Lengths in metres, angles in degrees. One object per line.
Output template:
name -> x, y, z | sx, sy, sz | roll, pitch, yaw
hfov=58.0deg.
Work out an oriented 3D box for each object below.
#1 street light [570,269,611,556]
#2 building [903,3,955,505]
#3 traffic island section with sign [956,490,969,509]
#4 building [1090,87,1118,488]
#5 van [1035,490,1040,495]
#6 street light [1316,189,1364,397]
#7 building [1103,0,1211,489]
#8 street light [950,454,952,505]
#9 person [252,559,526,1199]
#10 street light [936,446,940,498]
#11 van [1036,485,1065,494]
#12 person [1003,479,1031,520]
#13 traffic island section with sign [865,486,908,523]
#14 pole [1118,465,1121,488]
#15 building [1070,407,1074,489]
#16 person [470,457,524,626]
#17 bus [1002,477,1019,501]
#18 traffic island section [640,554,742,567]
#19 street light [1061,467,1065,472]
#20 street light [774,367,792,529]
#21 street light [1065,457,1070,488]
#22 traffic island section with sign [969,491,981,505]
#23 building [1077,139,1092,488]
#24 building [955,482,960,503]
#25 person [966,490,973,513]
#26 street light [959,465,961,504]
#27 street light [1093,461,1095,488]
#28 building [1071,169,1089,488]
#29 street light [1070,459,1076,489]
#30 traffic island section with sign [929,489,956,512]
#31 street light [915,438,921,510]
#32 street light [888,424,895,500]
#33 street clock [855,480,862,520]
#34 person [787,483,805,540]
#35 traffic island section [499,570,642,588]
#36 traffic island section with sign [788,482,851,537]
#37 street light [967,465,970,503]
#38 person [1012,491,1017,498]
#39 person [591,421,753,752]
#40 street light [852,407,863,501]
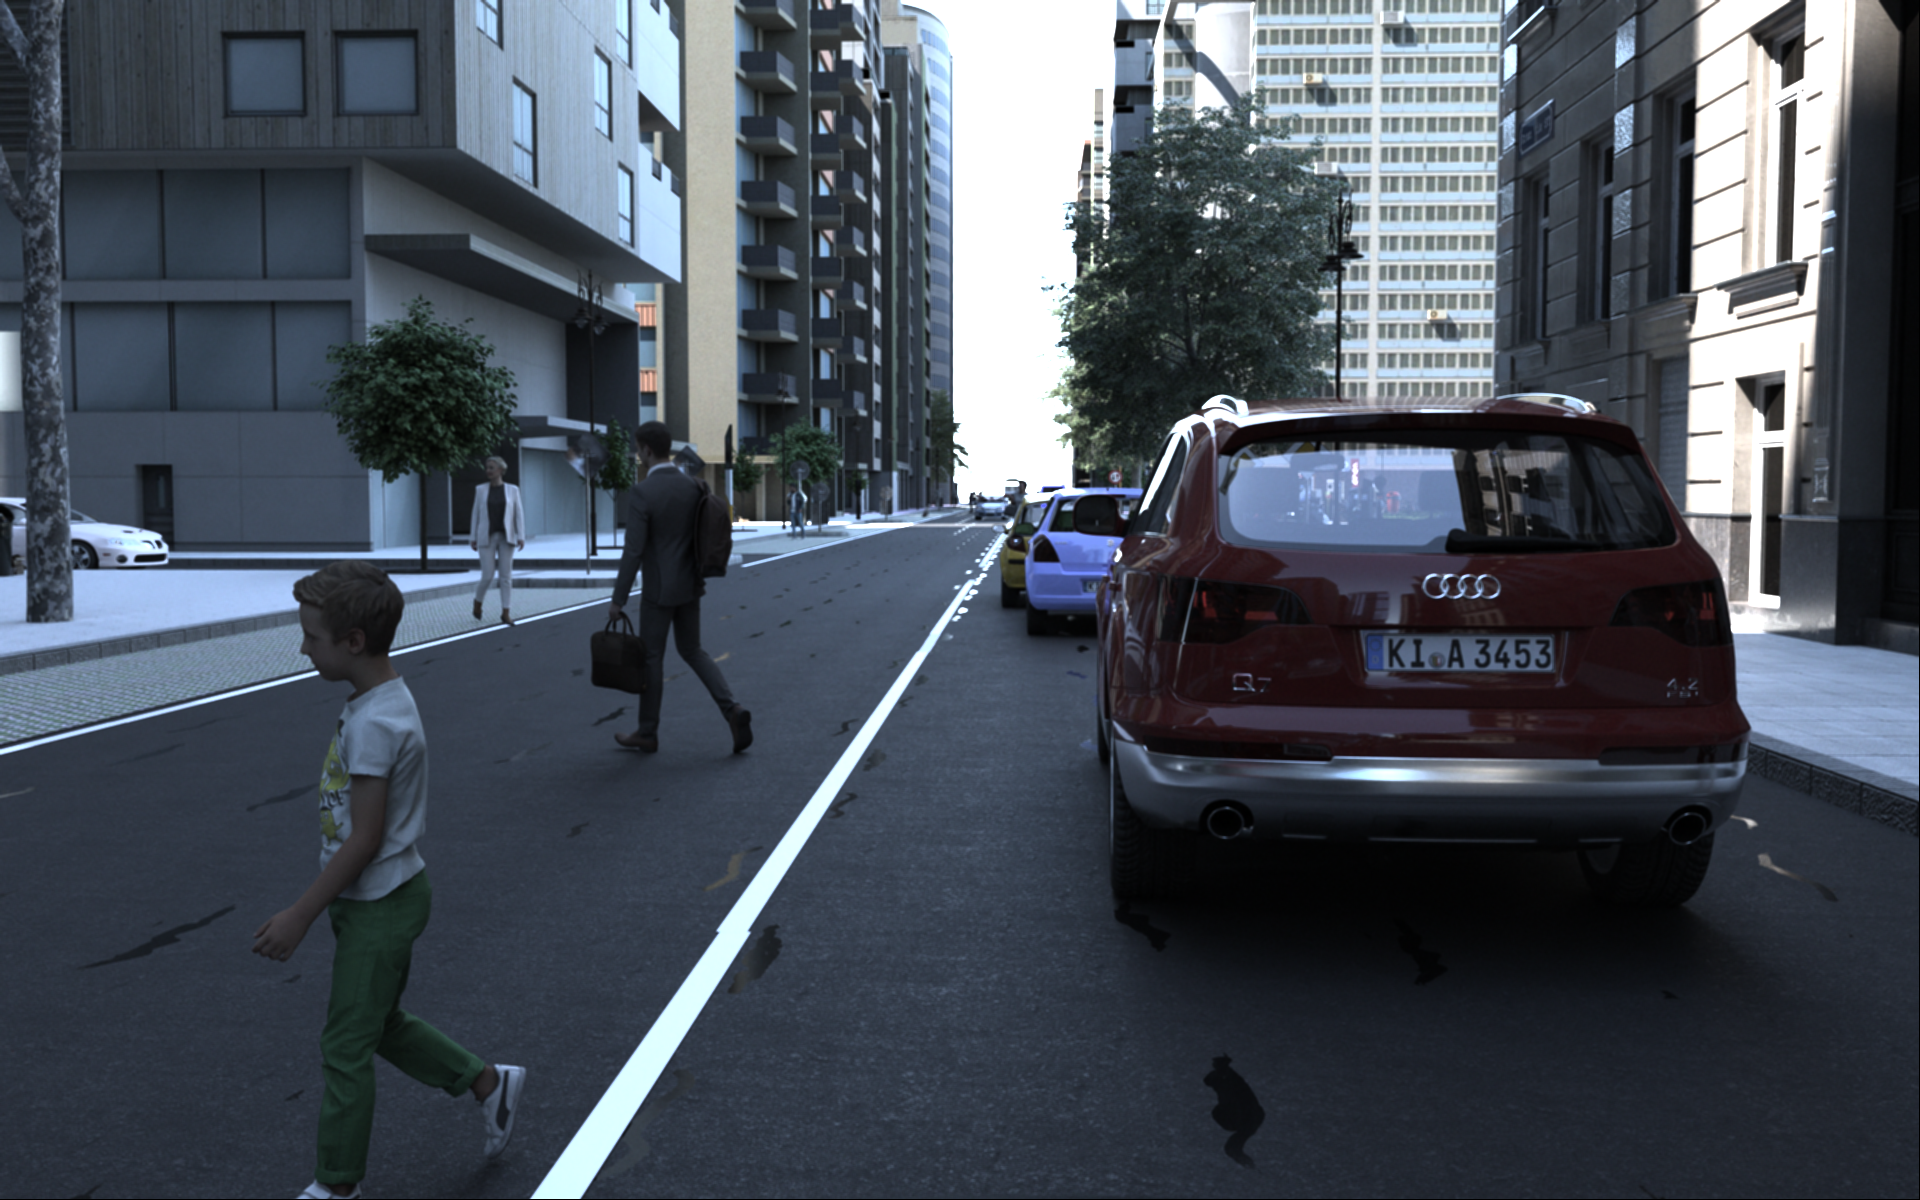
street light -> -7.601, -3.852, 35.776 | 0.468, 5.910, 1.993 | 0, 4, 2
building -> -11.789, -40.775, 208.676 | 21.231, 58.520, 28.212 | 0, 4, 2
traffic island section with sign -> -0.439, -9.411, 162.496 | 1.989, 1.847, 2.006 | 0, 4, 2
building -> 20.390, -30.200, 177.369 | 14.154, 41.232, 14.086 | 0, 4, 2
van -> 8.784, -10.912, 185.422 | 2.013, 2.044, 4.112 | 0, 4, 4
street light -> 5.815, -3.294, 26.645 | 0.468, 5.910, 1.993 | 0, 4, 2
building -> 26.882, -34.653, 155.807 | 28.713, 52.752, 27.495 | 0, 4, 2
street light -> -1.044, -13.629, 195.614 | 0.468, 5.910, 1.993 | 0, 4, 2
person -> -1.138, 0.567, 3.481 | 0.590, 1.304, 0.306 | -3, 5, -41
street light -> -2.167, -11.885, 167.109 | 0.468, 5.910, 1.993 | 0, 4, 2
van -> 6.404, -7.064, 119.886 | 2.240, 2.365, 5.245 | 0, 4, 2
person -> 1.364, -2.002, 41.589 | 0.716, 1.782, 0.532 | 1, 4, 18
traffic island section with sign -> -3.584, -4.683, 85.191 | 1.989, 1.847, 2.006 | 0, 4, 2
pole -> 9.852, -6.915, 106.897 | 0.158, 3.312, 0.155 | 0, 3, 0
building -> 30.423, -25.047, 254.565 | 27.650, 21.520, 28.899 | 0, 4, 2
person -> -5.118, -0.653, 19.062 | 0.514, 1.842, 0.818 | -3, 4, -36
bus -> 7.869, -16.462, 260.692 | 2.896, 3.916, 12.252 | 0, 4, 2
traffic island section -> -5.618, -0.814, 35.585 | 2.009, 0.180, 2.903 | 0, 4, 2
street light -> 14.654, -16.440, 241.586 | 0.468, 5.910, 1.993 | 0, 4, 2
street light -> -6.409, -5.512, 62.904 | 0.468, 5.910, 1.993 | 0, 4, 2
street light -> 13.555, -14.759, 214.090 | 0.468, 5.910, 1.993 | 0, 4, 2
traffic island section with sign -> 1.818, -12.782, 217.617 | 1.989, 1.847, 2.006 | 0, 4, 2
building -> 25.534, -33.985, 210.282 | 22.147, 44.769, 28.867 | 0, 4, 2
building -> -16.413, -34.117, 249.700 | 32.217, 40.220, 23.993 | 0, 4, 2
person -> 0.755, -7.669, 134.337 | 0.568, 1.767, 0.683 | -2, 4, -23
street light -> 0.030, -15.288, 222.747 | 0.468, 5.910, 1.993 | 0, 4, 2
street light -> 10.091, -9.647, 130.519 | 0.468, 5.910, 1.993 | 0, 4, 2
building -> 22.345, -35.629, 232.640 | 14.600, 45.320, 14.200 | 0, 4, 2
street light -> 12.306, -13.017, 185.623 | 0.468, 5.910, 1.993 | 0, 4, 2
traffic island section with sign -> -1.556, -7.719, 134.826 | 1.989, 1.847, 2.006 | 0, 4, 2
street light -> -3.414, -10.219, 139.873 | 0.468, 5.910, 1.993 | 0, 4, 2
street light -> -4.484, -8.545, 112.497 | 0.468, 5.910, 1.993 | 0, 4, 2
street clock -> -5.097, -5.032, 86.850 | 0.358, 2.002, 0.471 | -1, 4, -17
person -> -5.158, -2.783, 54.351 | 0.623, 1.781, 0.721 | 1, 4, 10
traffic island section -> -5.944, -0.326, 27.607 | 2.009, 0.180, 2.903 | 0, 4, 2
traffic island section with sign -> -4.703, -3.036, 58.259 | 1.989, 1.847, 2.006 | 0, 4, 2
street light -> 1.274, -16.964, 250.155 | 0.468, 5.910, 1.993 | 0, 4, 2
person -> 7.243, -12.953, 220.419 | 1.348, 1.807, 0.705 | -2, 4, -24
person -> -1.586, -0.065, 9.528 | 0.822, 1.834, 0.622 | 2, 4, 29
street light -> -5.362, -7.199, 90.499 | 0.468, 5.910, 1.993 | 0, 4, 2
